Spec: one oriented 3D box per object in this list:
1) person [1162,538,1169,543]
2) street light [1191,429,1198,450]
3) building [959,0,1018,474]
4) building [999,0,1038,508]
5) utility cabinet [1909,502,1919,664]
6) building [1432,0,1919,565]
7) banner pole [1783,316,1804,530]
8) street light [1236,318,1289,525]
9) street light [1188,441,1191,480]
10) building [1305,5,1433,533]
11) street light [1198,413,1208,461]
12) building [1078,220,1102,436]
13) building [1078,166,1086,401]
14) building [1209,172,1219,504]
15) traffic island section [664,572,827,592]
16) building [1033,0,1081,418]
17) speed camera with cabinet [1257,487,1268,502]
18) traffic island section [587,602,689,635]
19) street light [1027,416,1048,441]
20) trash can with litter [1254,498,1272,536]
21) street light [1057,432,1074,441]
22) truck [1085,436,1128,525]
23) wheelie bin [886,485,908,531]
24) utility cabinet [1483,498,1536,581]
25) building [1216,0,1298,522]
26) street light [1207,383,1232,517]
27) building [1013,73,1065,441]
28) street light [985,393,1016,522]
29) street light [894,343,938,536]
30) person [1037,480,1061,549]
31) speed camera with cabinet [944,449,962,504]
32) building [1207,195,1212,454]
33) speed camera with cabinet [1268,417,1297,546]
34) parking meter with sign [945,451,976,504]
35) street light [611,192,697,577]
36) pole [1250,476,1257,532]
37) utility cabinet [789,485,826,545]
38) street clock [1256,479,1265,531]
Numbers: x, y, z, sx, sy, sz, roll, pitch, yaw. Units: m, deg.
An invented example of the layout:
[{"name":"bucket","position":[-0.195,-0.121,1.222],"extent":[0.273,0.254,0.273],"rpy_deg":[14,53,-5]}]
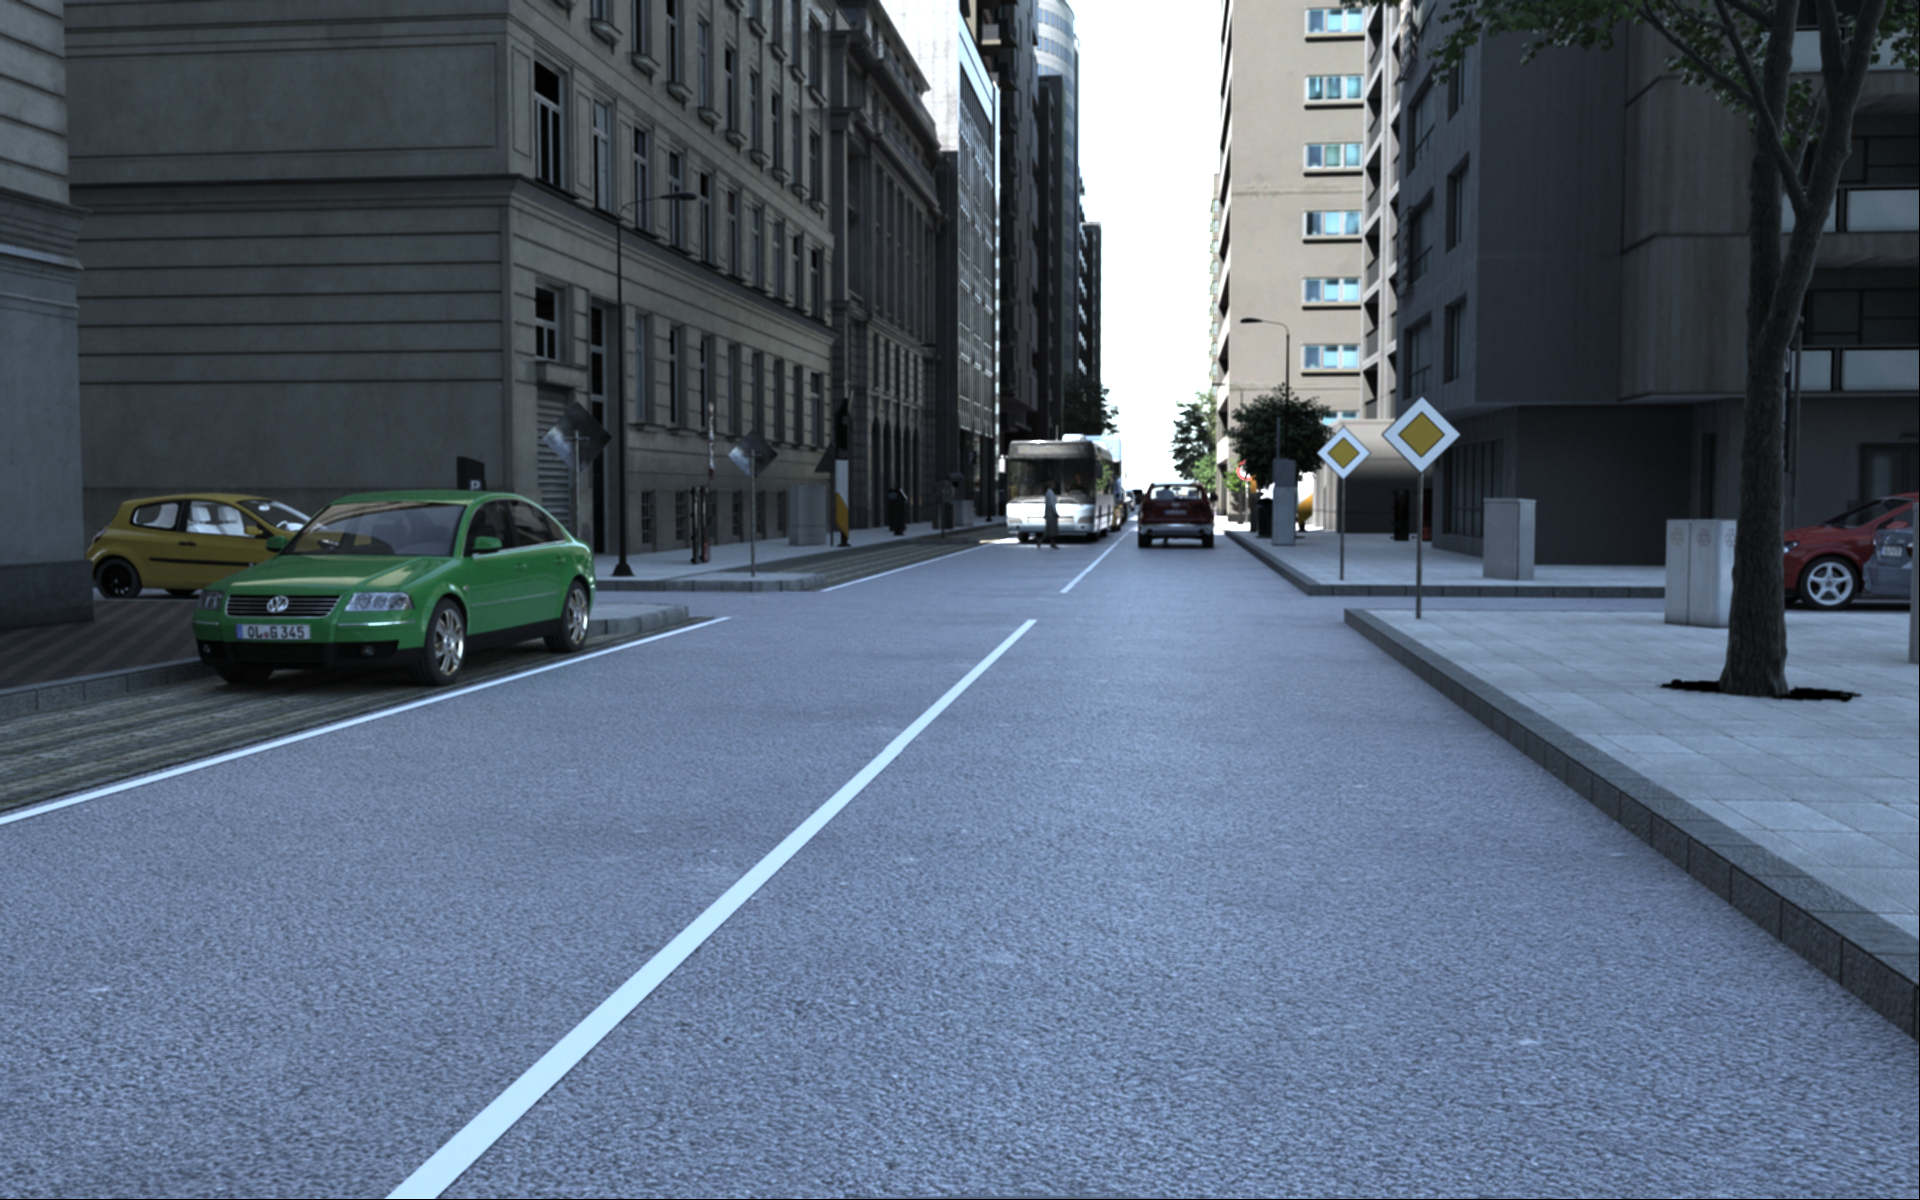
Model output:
[{"name":"person","position":[6.126,-2.621,51.218],"extent":[0.638,1.841,0.748],"rpy_deg":[2,4,30]},{"name":"street light","position":[17.277,-9.183,122.690],"extent":[1.470,5.913,1.316],"rpy_deg":[0,4,7]},{"name":"building","position":[-7.747,-28.276,116.937],"extent":[22.147,44.769,28.867],"rpy_deg":[0,4,7]},{"name":"building","position":[-7.659,-33.992,145.015],"extent":[28.713,52.752,27.495],"rpy_deg":[0,4,7]},{"name":"utility cabinet","position":[7.742,-0.119,13.104],"extent":[1.020,1.237,0.306],"rpy_deg":[-1,4,-10]},{"name":"building","position":[16.371,-21.346,32.597],"extent":[14.086,41.232,14.154],"rpy_deg":[0,4,7]},{"name":"banner pole","position":[11.774,-2.120,24.681],"extent":[0.401,3.779,0.863],"rpy_deg":[0,4,-5]},{"name":"street light","position":[8.100,-4.482,45.828],"extent":[1.470,5.913,1.316],"rpy_deg":[0,4,7]},{"name":"street light","position":[20.527,-10.809,149.276],"extent":[1.470,5.913,1.316],"rpy_deg":[0,4,7]},{"name":"building","position":[23.051,-37.892,57.785],"extent":[20.563,71.187,20.611],"rpy_deg":[0,4,7]},{"name":"street light","position":[14.491,-7.735,99.012],"extent":[1.470,5.913,1.316],"rpy_deg":[0,4,7]},{"name":"building","position":[13.354,-34.789,252.402],"extent":[14.154,41.232,14.086],"rpy_deg":[0,4,7]},{"name":"building","position":[5.261,-37.379,230.748],"extent":[23.786,49.044,30.456],"rpy_deg":[0,4,7]},{"name":"building","position":[39.150,-32.908,221.638],"extent":[14.154,41.232,14.086],"rpy_deg":[0,4,7]},{"name":"traffic island section","position":[-3.227,-0.279,26.843],"extent":[2.009,0.180,2.903],"rpy_deg":[0,4,7]},{"name":"building","position":[2.599,-40.324,201.288],"extent":[21.231,58.520,28.212],"rpy_deg":[0,4,7]},{"name":"speed camera with cabinet","position":[11.290,-4.225,63.414],"extent":[0.660,3.252,2.038],"rpy_deg":[-1,4,-8]},{"name":"traffic island section","position":[-4.187,0.206,18.916],"extent":[2.009,0.180,2.903],"rpy_deg":[0,4,7]},{"name":"street light","position":[4.539,-8.001,103.360],"extent":[1.470,5.913,1.316],"rpy_deg":[0,4,7]},{"name":"trash can with litter","position":[9.374,-2.576,53.503],"extent":[0.624,1.170,1.055],"rpy_deg":[0,4,6]},{"name":"street light","position":[7.866,-9.627,129.936],"extent":[1.470,5.913,1.316],"rpy_deg":[0,4,7]},{"name":"truck","position":[6.932,-5.865,85.649],"extent":[2.967,4.110,18.799],"rpy_deg":[0,4,6]},{"name":"wheelie bin","position":[-2.168,-3.167,59.691],"extent":[0.693,1.594,0.980],"rpy_deg":[0,4,4]},{"name":"utility cabinet","position":[8.286,-0.916,26.132],"extent":[0.306,1.237,1.020],"rpy_deg":[-1,4,-12]},{"name":"building","position":[24.187,-28.373,87.601],"extent":[21.300,48.544,21.600],"rpy_deg":[0,4,7]},{"name":"street light","position":[11.215,-6.109,72.430],"extent":[1.470,5.913,1.316],"rpy_deg":[0,4,7]},{"name":"building","position":[2.543,-29.446,165.039],"extent":[14.154,41.232,14.086],"rpy_deg":[0,4,7]},{"name":"street light","position":[1.883,-6.577,80.081],"extent":[1.470,5.913,1.316],"rpy_deg":[0,4,7]},{"name":"street light","position":[-1.366,-4.951,53.495],"extent":[1.470,5.913,1.316],"rpy_deg":[0,4,7]},{"name":"person","position":[2.301,-2.225,45.108],"extent":[0.641,1.798,0.478],"rpy_deg":[0,4,4]},{"name":"speed camera with cabinet","position":[-0.336,-5.020,76.415],"extent":[0.660,3.252,2.038],"rpy_deg":[0,4,-7]},{"name":"building","position":[45.882,-35.944,242.310],"extent":[22.147,44.769,28.867],"rpy_deg":[0,4,7]},{"name":"speed camera with cabinet","position":[8.235,-3.031,43.885],"extent":[0.660,3.252,2.038],"rpy_deg":[1,4,11]},{"name":"parking meter with sign","position":[-0.236,-4.529,70.307],"extent":[1.738,3.016,0.543],"rpy_deg":[-2,4,-27]},{"name":"street light","position":[-4.734,-3.320,26.816],"extent":[1.470,5.913,1.316],"rpy_deg":[0,4,7]},{"name":"pole","position":[9.867,-3.935,58.175],"extent":[0.158,3.312,0.155],"rpy_deg":[0,3,0]},{"name":"utility cabinet","position":[-3.828,-2.125,43.421],"extent":[0.318,1.500,1.173],"rpy_deg":[2,4,31]},{"name":"street clock","position":[10.449,-3.414,60.390],"extent":[0.471,2.002,0.358],"rpy_deg":[-3,5,-45]}]
